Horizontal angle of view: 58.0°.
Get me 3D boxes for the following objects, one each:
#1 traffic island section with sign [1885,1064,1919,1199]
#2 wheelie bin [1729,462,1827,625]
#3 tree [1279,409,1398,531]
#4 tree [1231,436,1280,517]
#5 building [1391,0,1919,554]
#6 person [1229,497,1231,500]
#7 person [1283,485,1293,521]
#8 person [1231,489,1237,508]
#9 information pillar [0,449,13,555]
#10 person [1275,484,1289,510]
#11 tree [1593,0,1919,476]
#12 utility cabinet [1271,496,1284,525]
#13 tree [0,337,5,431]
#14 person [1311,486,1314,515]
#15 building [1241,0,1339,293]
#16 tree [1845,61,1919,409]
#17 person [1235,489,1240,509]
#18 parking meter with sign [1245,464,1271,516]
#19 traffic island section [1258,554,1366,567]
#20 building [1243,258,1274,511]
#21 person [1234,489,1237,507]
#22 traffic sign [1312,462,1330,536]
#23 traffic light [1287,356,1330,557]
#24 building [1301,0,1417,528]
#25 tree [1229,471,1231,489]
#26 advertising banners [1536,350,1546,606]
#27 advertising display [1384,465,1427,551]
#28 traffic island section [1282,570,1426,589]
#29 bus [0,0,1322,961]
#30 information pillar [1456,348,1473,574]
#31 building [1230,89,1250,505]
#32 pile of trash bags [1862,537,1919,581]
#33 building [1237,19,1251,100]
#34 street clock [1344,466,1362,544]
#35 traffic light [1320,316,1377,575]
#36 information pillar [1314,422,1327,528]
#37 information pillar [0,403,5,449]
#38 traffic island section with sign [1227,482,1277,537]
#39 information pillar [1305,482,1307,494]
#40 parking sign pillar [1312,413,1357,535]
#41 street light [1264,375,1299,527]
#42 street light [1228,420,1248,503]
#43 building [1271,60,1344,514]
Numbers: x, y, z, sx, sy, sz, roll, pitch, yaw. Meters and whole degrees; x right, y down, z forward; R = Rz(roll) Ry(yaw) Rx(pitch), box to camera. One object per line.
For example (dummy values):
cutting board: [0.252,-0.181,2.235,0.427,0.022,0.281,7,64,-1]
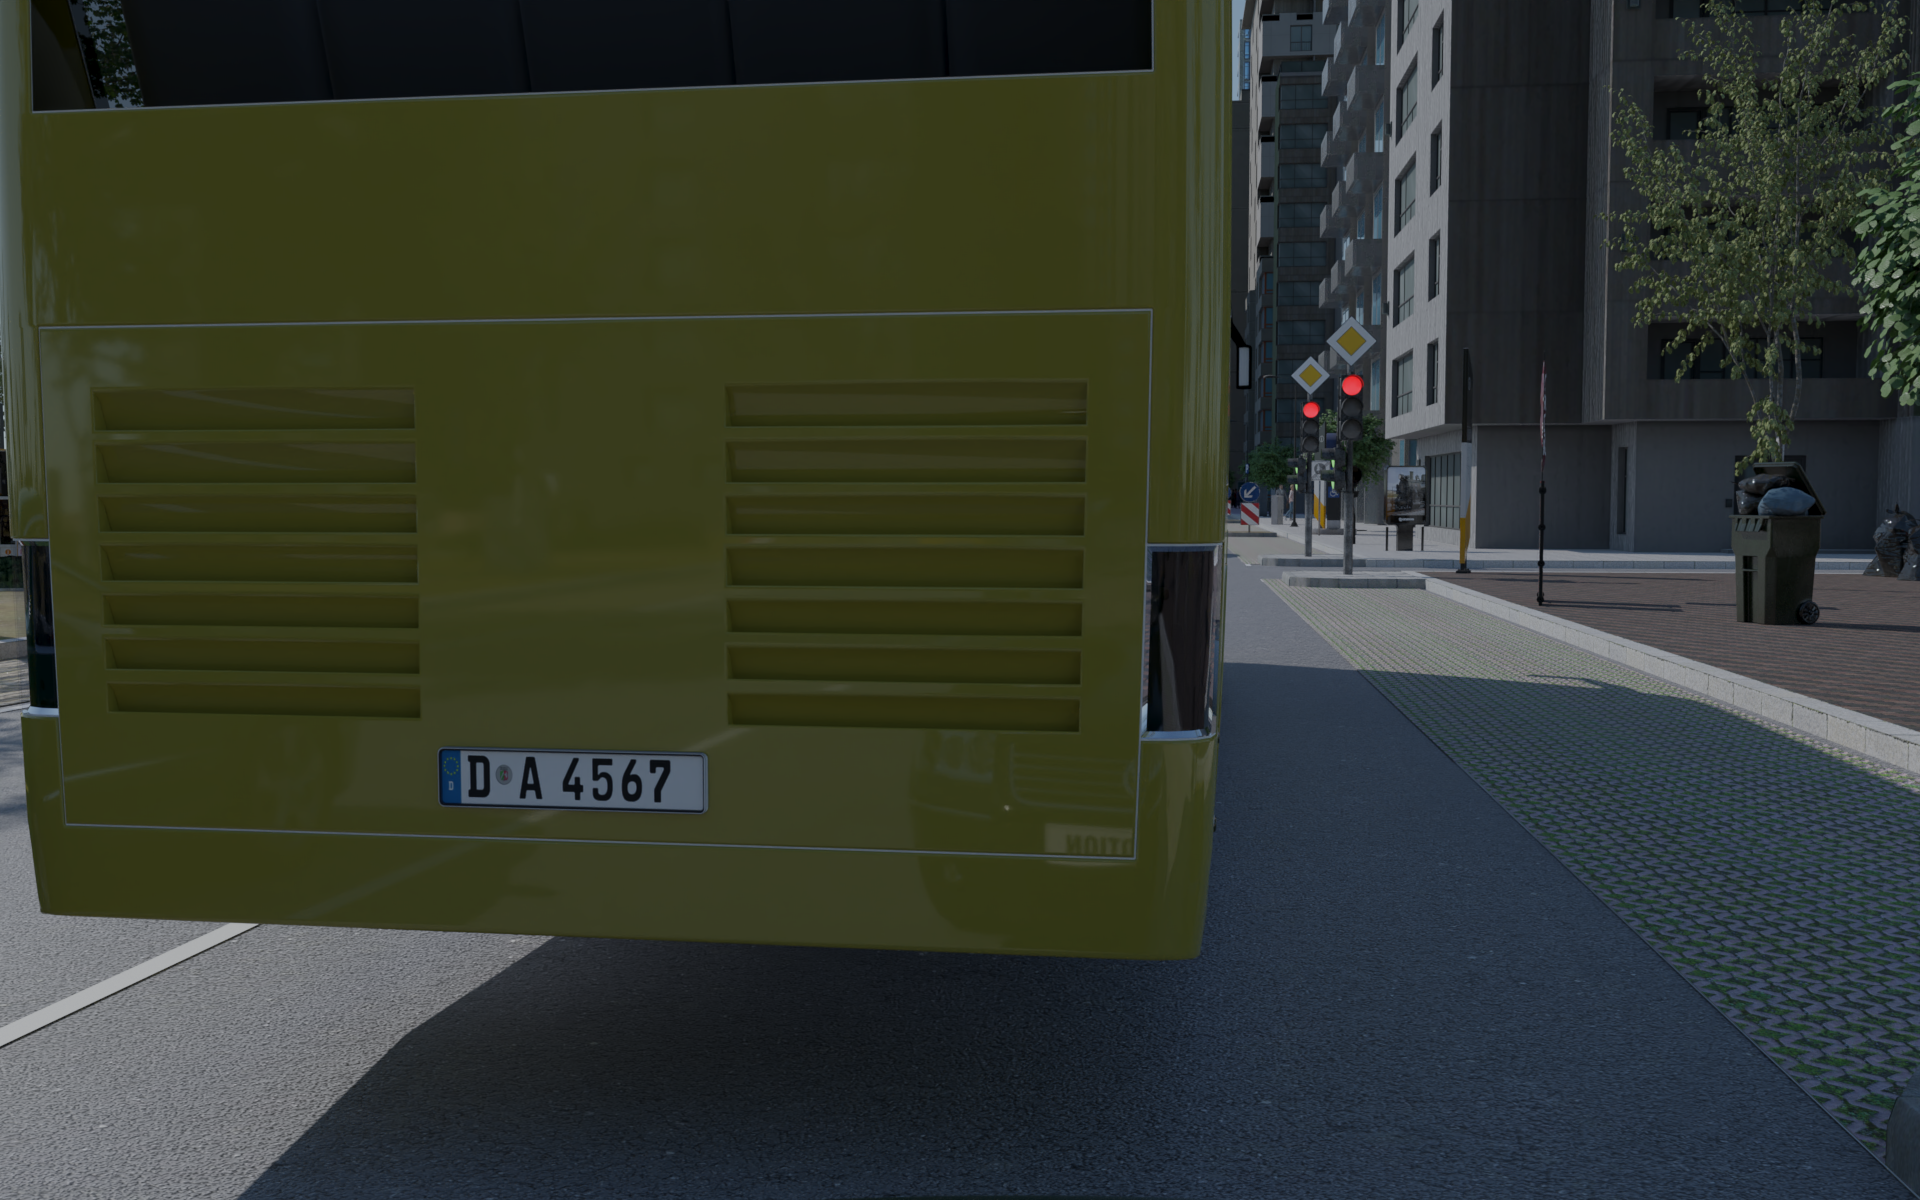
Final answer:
traffic island section with sign: [2.903,0.339,3.086,1.989,1.847,2.006,0,4,7]
wheelie bin: [8.089,-0.566,17.167,0.693,1.594,0.980,-1,4,-14]
tree: [13.446,-4.674,60.139,4.285,4.588,4.351,0,3,0]
tree: [17.725,-6.933,97.065,4.285,4.588,4.351,0,3,0]
building: [18.380,-16.538,42.098,14.107,30.474,14.160,0,4,7]
person: [25.110,-9.365,162.386,0.697,1.427,0.421,-2,4,-34]
person: [15.944,-4.716,83.821,0.598,1.740,0.731,0,4,4]
person: [25.236,-9.395,160.368,1.217,1.735,0.721,-2,4,-29]
information pillar: [-15.570,-1.461,28.385,0.304,2.012,0.304,-1,4,-10]
person: [17.240,-5.305,92.905,0.709,1.813,0.853,-1,4,-19]
tree: [10.918,-4.471,23.463,4.737,8.622,4.395,0,3,0]
utility cabinet: [13.387,-3.783,73.013,0.306,1.237,1.020,2,4,24]
tree: [-27.921,-6.157,51.036,4.737,8.622,4.395,0,3,0]
person: [21.468,-6.060,105.115,0.794,1.824,0.713,2,4,35]
building: [41.951,-35.325,166.795,28.713,52.752,27.495,0,4,7]
tree: [7.183,-1.658,10.824,4.285,4.588,4.351,0,3,0]
person: [24.639,-8.950,153.293,0.530,1.710,0.541,0,4,-2]
parking meter with sign: [17.463,-6.370,100.415,1.738,3.016,0.543,-1,4,-10]
traffic island section: [7.159,-0.809,35.501,2.009,0.180,2.903,0,4,7]
building: [37.540,-18.025,139.755,27.650,21.520,28.899,0,4,7]
person: [27.177,-10.085,170.900,0.705,1.831,1.348,2,4,28]
traffic sign: [11.093,-3.138,53.435,0.606,2.300,0.079,1,4,10]
traffic light: [7.120,-2.842,35.392,0.839,4.253,0.868,0,4,7]
building: [28.004,-27.943,76.475,23.786,49.044,30.456,0,4,7]
tree: [19.472,-7.787,111.034,4.285,4.588,4.351,0,3,0]
advertising banners: [6.947,-1.496,20.647,0.090,3.025,2.074,1,4,19]
advertising display: [10.043,-2.071,39.077,0.974,1.923,0.123,-1,4,-9]
traffic island section: [6.197,-0.324,27.574,2.009,0.180,2.903,0,4,7]
bus: [0.180,-1.089,9.352,2.896,3.916,12.252,1,4,9]
information pillar: [8.206,-2.246,28.073,0.183,3.616,0.504,2,4,26]
building: [41.608,-35.442,203.178,21.300,48.544,21.600,0,4,7]
pile of trash bags: [14.854,-0.974,25.679,1.912,1.369,3.447,1,4,11]
building: [45.457,-55.983,227.996,22.319,86.520,31.000,0,4,7]
street clock: [10.046,-2.432,44.340,0.471,2.002,0.358,1,4,12]
traffic light: [6.158,-2.357,27.464,0.839,4.253,0.868,0,4,7]
information pillar: [11.708,-3.968,56.238,0.183,3.616,0.504,-2,4,-30]
information pillar: [-24.833,-3.268,44.784,0.504,3.616,0.183,3,4,36]
traffic island section with sign: [9.605,-3.036,58.273,1.989,1.847,2.006,0,4,7]
information pillar: [20.691,-6.024,102.988,0.304,2.012,0.304,2,4,28]
parking sign pillar: [11.866,-4.062,54.892,1.447,3.967,1.447,1,4,13]
street light: [12.551,-5.820,67.699,1.470,5.913,1.316,0,4,7]
street light: [17.472,-8.322,108.607,1.470,5.913,1.316,0,4,7]
building: [28.442,-21.216,118.587,14.160,30.474,14.107,0,4,7]
